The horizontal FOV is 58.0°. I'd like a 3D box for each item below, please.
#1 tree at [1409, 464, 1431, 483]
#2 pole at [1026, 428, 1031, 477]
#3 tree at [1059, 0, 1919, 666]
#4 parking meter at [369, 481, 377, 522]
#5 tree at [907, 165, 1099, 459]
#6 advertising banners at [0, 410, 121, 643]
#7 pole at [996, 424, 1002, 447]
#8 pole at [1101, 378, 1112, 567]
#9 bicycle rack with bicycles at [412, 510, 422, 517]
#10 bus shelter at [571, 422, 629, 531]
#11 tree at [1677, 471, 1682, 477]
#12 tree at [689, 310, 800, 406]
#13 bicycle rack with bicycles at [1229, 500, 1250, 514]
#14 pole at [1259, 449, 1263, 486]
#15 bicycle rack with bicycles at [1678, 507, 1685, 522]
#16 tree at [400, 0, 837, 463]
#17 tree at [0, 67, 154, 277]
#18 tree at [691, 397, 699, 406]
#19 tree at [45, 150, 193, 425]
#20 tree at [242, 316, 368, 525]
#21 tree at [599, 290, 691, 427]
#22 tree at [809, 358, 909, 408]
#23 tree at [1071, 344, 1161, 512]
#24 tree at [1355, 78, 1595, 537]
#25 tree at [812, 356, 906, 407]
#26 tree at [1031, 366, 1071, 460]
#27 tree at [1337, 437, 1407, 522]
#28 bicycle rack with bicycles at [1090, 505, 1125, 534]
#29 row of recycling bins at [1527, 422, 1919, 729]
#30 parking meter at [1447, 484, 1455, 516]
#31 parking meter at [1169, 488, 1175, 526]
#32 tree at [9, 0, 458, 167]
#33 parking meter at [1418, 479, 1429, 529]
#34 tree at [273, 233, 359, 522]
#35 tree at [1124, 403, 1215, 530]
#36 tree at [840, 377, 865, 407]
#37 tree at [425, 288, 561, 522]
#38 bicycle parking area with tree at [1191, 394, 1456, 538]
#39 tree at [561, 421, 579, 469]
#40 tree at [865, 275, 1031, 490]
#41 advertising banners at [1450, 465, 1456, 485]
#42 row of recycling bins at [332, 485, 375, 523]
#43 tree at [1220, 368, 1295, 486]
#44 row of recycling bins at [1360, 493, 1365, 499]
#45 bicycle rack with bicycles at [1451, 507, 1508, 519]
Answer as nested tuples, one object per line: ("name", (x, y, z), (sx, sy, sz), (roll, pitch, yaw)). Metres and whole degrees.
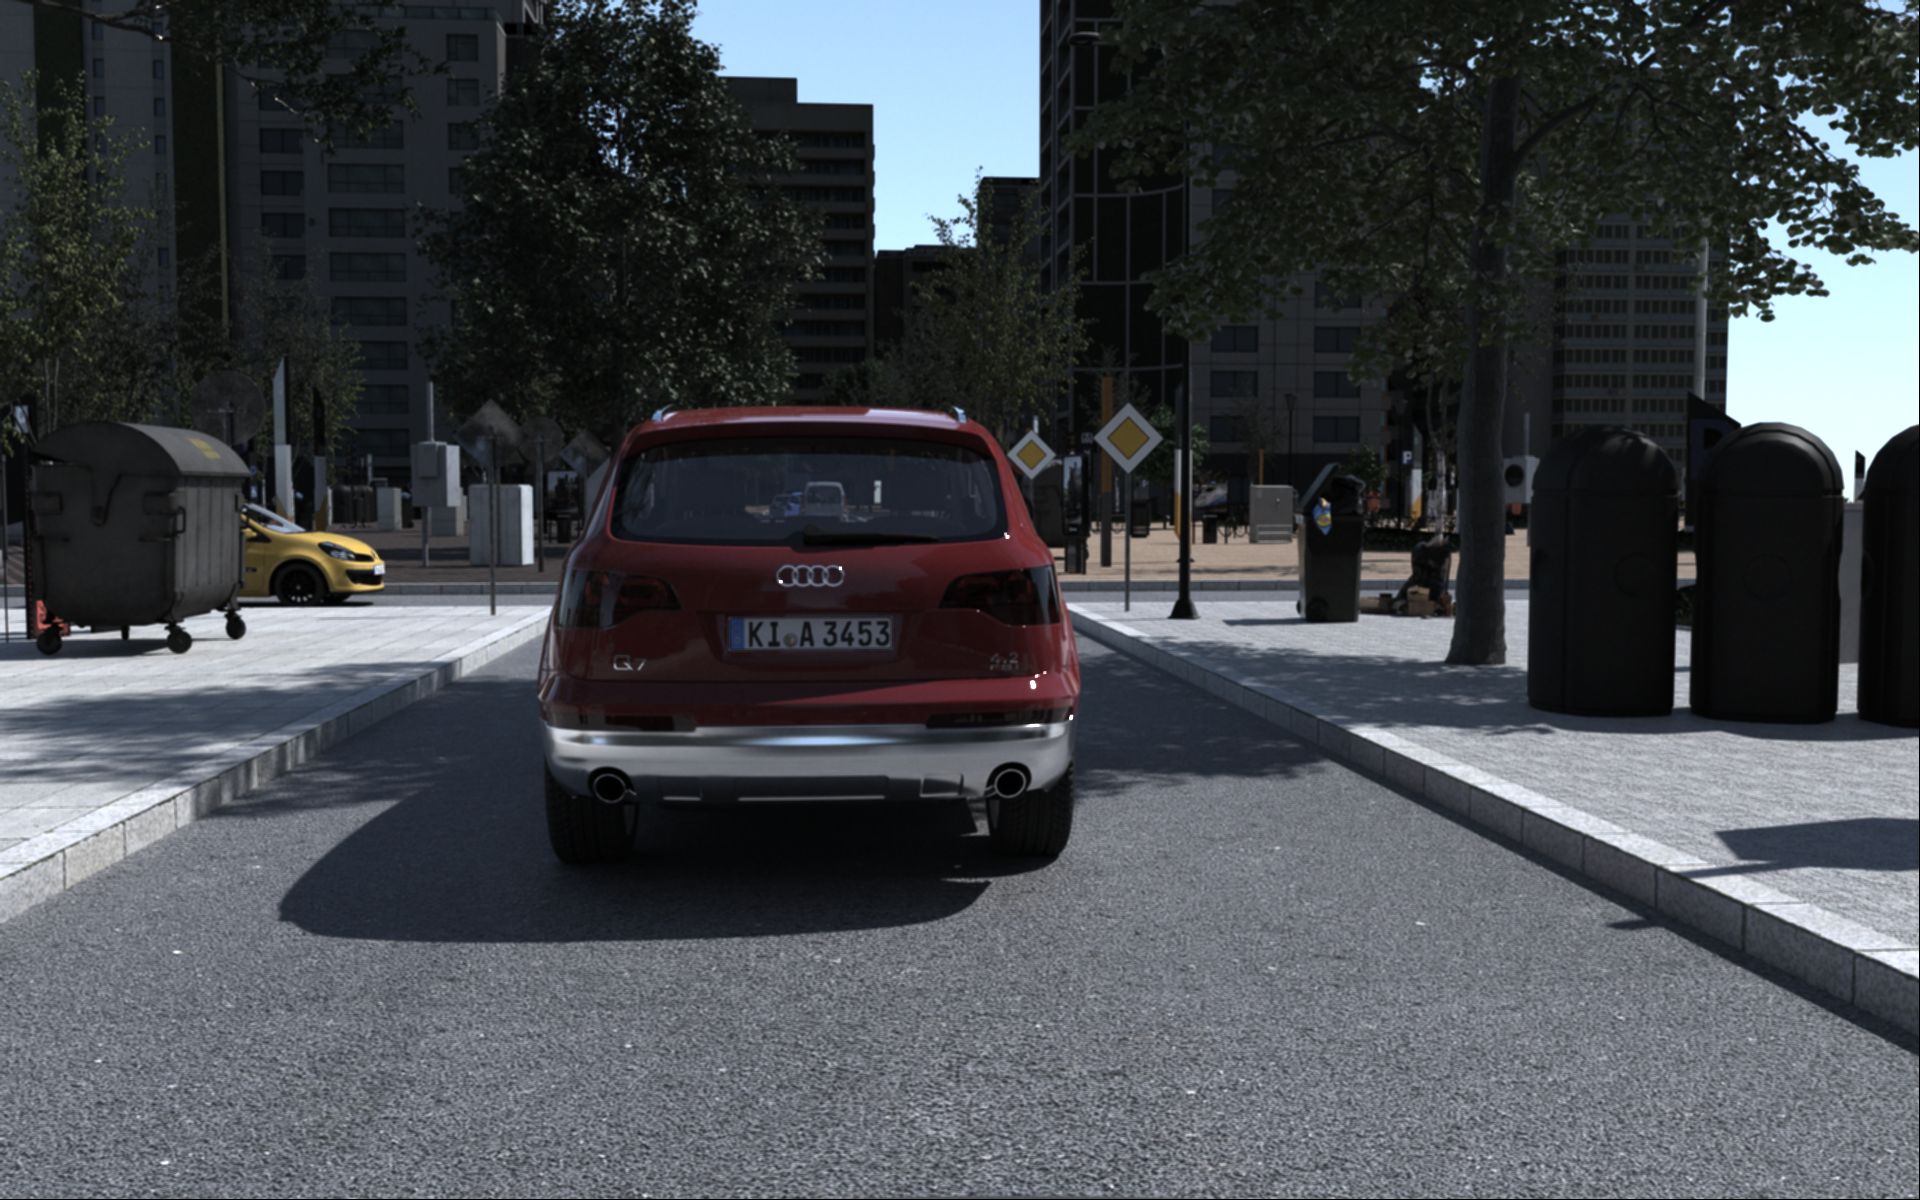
("tree", (20.843, -5.183, 79.337), (1.663, 3.219, 1.824), (0, 3, 0))
("pole", (2.114, -3.656, 53.626), (0.158, 3.312, 0.155), (0, 3, 0))
("tree", (4.330, -5.800, 12.954), (7.486, 12.596, 7.792), (0, 3, 0))
("parking meter", (-27.268, -4.573, 80.481), (0.255, 1.863, 0.399), (-2, 4, -27))
("tree", (0.928, -5.475, 39.877), (4.737, 8.622, 4.395), (0, 3, 0))
("advertising banners", (-8.109, -1.173, 15.370), (0.090, 3.025, 2.074), (1, 4, 14))
("pole", (1.141, -3.477, 50.691), (0.158, 3.312, 0.155), (0, 3, 0))
("pole", (2.575, -2.240, 30.467), (0.158, 3.312, 0.155), (0, 3, 0))
("bicycle rack with bicycles", (-31.284, -5.135, 97.337), (2.852, 0.926, 2.925), (-1, 4, -18))
("bus shelter", (-10.104, -3.504, 51.208), (2.014, 3.302, 5.546), (0, 4, -5))
("tree", (28.772, -4.436, 67.125), (1.663, 3.219, 1.824), (0, 3, 0))
("tree", (-13.564, -11.596, 107.729), (7.486, 12.596, 7.792), (0, 3, 0))
("bicycle rack with bicycles", (16.014, -5.109, 96.909), (2.852, 0.926, 2.925), (-2, 4, -24))
("pole", (13.664, -5.185, 78.624), (0.158, 3.312, 0.155), (0, 3, 0))
("bicycle rack with bicycles", (35.148, -4.478, 86.595), (2.925, 0.926, 2.852), (0, 4, -1))
("tree", (-7.565, -7.417, 38.283), (9.611, 12.733, 9.660), (0, 3, 0))
("tree", (-15.890, -4.844, 29.568), (4.737, 8.622, 4.395), (0, 3, 0))
("tree", (-11.861, -8.508, 73.515), (7.601, 10.594, 8.767), (-1, 4, -9))
("tree", (-18.311, -5.365, 38.088), (4.360, 8.622, 3.978), (0, 3, 0))
("tree", (-26.084, -7.360, 70.699), (4.737, 8.622, 4.395), (0, 3, 0))
("tree", (-10.377, -6.503, 56.685), (4.360, 8.622, 3.978), (0, 3, 0))
("tree", (-6.263, -11.257, 118.465), (8.767, 10.594, 7.601), (-2, 4, -28))
("tree", (7.724, -8.204, 84.494), (4.360, 8.622, 3.978), (0, 3, 0))
("tree", (8.718, -4.897, 30.424), (4.360, 8.622, 3.978), (0, 3, 0))
("tree", (-7.532, -12.495, 130.050), (9.928, 11.665, 9.643), (0, 3, 0))
("tree", (4.538, -9.173, 100.340), (4.360, 8.622, 3.978), (0, 3, 0))
("tree", (13.739, -3.908, 58.500), (1.663, 3.219, 1.824), (0, 3, 0))
("bicycle rack with bicycles", (4.206, -2.646, 56.652), (2.852, 0.926, 2.925), (3, 4, 38))
("row of recycling bins", (5.124, -0.171, 9.908), (3.534, 1.692, 1.069), (1, 4, 15))
("parking meter", (28.758, -5.861, 101.530), (0.399, 1.863, 0.255), (3, 4, 37))
("parking meter", (8.696, -3.787, 70.329), (0.372, 1.533, 0.369), (0, 3, 0))
("tree", (-6.123, -4.545, 8.731), (7.601, 10.594, 8.767), (0, 4, 4))
("parking meter", (17.178, -3.586, 64.345), (0.399, 1.863, 0.255), (3, 5, 41))
("tree", (-18.542, -5.959, 47.787), (4.360, 8.622, 3.978), (0, 3, 0))
("tree", (7.493, -4.819, 62.502), (4.285, 4.588, 4.351), (0, 3, 0))
("tree", (-3.232, -7.885, 79.282), (4.360, 8.622, 3.978), (0, 3, 0))
("tree", (-16.359, -6.660, 59.254), (4.737, 8.622, 4.395), (0, 3, 0))
("bicycle parking area with tree", (11.519, -3.922, 51.120), (8.231, 4.147, 9.016), (-2, 4, -26))
("tree", (-18.976, -7.953, 80.398), (4.737, 8.622, 4.395), (0, 3, 0))
("tree", (-0.354, -6.627, 58.713), (4.360, 8.622, 3.978), (0, 3, 0))
("advertising banners", (28.903, -6.555, 103.359), (2.074, 3.025, 0.090), (-2, 4, -34))
("row of recycling bins", (-27.073, -4.301, 77.427), (1.069, 1.692, 3.534), (0, 4, 1))
("tree", (17.414, -9.265, 101.843), (4.360, 8.622, 3.978), (0, 3, 0))
("row of recycling bins", (22.010, -5.496, 96.980), (1.069, 1.692, 3.534), (0, 4, -1))
("bicycle rack with bicycles", (23.725, -4.028, 79.245), (2.852, 0.926, 2.925), (0, 4, -1))
